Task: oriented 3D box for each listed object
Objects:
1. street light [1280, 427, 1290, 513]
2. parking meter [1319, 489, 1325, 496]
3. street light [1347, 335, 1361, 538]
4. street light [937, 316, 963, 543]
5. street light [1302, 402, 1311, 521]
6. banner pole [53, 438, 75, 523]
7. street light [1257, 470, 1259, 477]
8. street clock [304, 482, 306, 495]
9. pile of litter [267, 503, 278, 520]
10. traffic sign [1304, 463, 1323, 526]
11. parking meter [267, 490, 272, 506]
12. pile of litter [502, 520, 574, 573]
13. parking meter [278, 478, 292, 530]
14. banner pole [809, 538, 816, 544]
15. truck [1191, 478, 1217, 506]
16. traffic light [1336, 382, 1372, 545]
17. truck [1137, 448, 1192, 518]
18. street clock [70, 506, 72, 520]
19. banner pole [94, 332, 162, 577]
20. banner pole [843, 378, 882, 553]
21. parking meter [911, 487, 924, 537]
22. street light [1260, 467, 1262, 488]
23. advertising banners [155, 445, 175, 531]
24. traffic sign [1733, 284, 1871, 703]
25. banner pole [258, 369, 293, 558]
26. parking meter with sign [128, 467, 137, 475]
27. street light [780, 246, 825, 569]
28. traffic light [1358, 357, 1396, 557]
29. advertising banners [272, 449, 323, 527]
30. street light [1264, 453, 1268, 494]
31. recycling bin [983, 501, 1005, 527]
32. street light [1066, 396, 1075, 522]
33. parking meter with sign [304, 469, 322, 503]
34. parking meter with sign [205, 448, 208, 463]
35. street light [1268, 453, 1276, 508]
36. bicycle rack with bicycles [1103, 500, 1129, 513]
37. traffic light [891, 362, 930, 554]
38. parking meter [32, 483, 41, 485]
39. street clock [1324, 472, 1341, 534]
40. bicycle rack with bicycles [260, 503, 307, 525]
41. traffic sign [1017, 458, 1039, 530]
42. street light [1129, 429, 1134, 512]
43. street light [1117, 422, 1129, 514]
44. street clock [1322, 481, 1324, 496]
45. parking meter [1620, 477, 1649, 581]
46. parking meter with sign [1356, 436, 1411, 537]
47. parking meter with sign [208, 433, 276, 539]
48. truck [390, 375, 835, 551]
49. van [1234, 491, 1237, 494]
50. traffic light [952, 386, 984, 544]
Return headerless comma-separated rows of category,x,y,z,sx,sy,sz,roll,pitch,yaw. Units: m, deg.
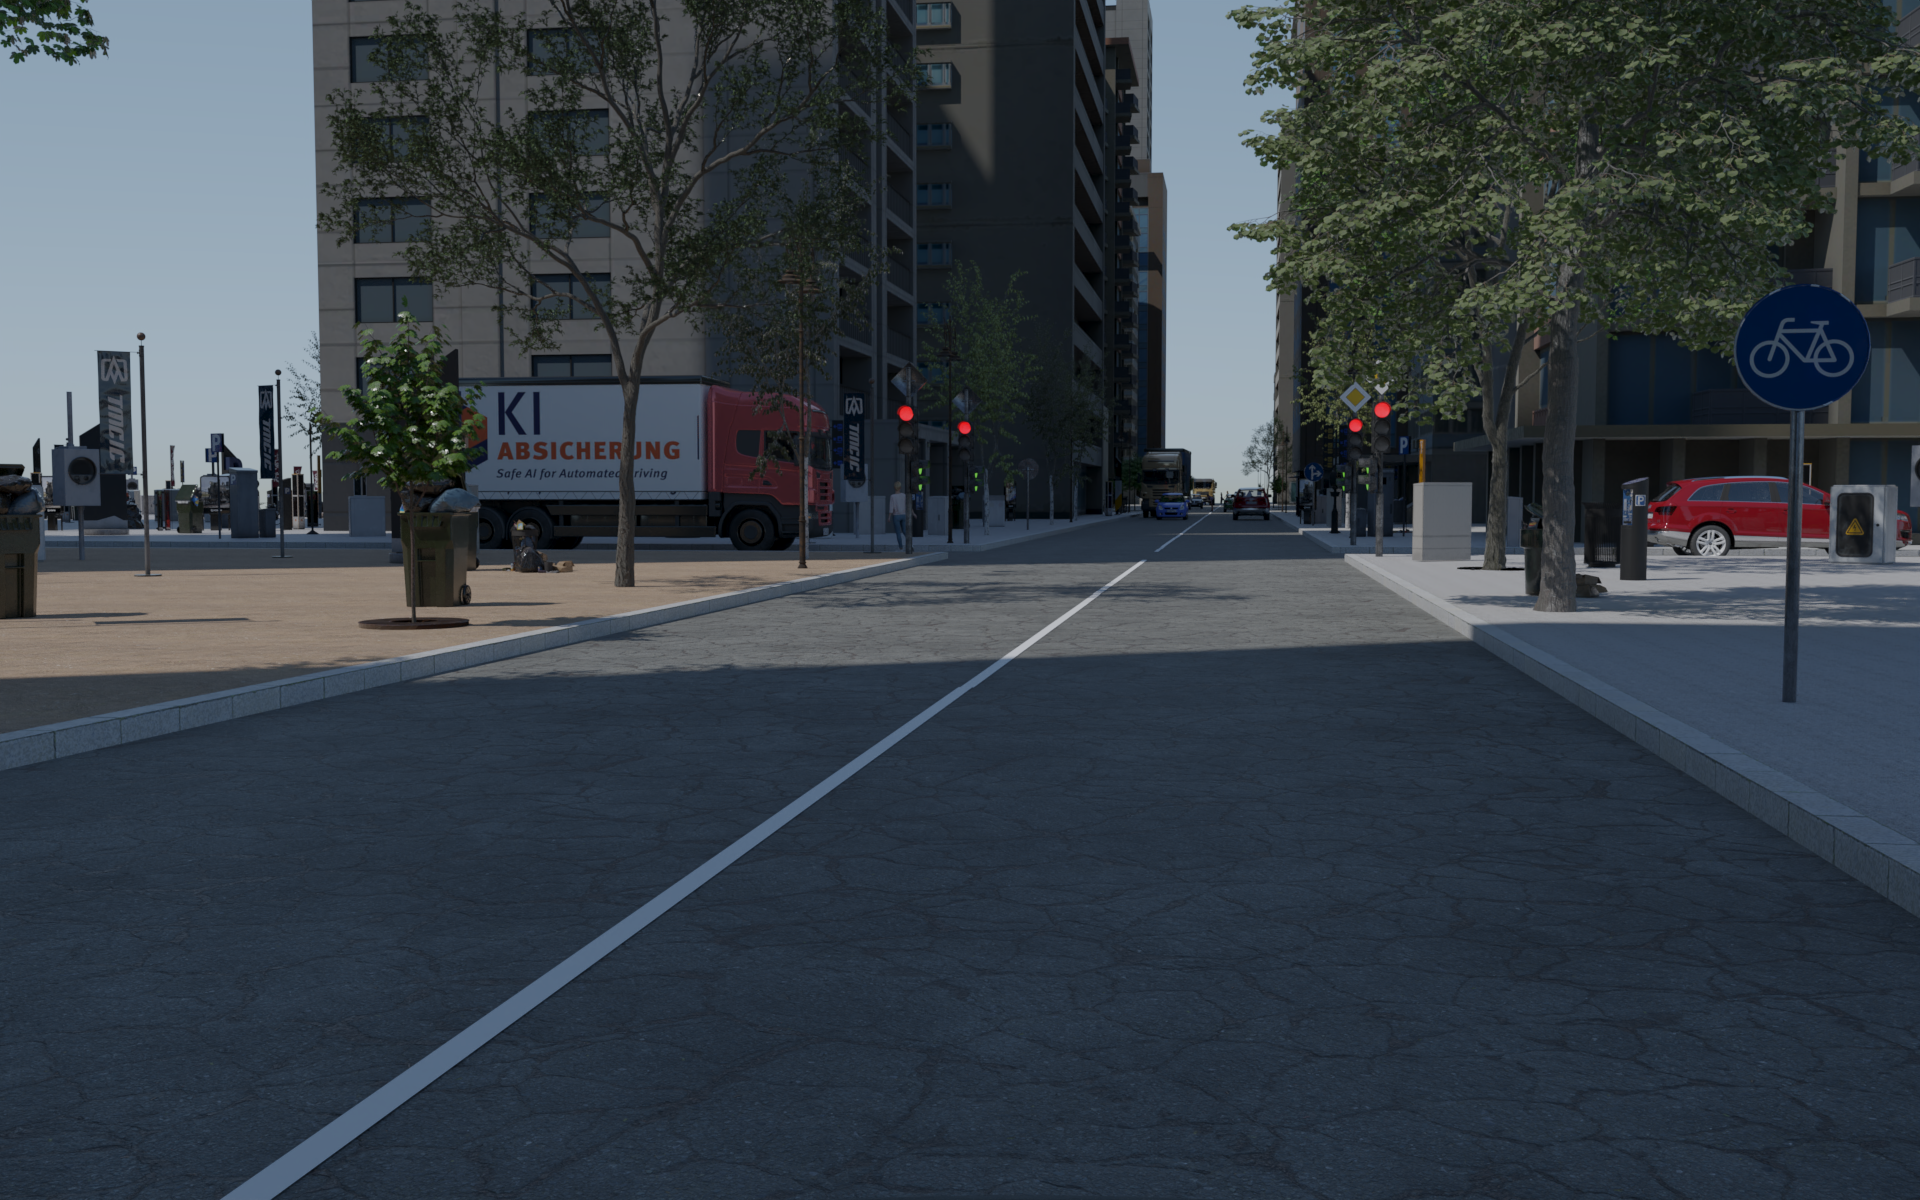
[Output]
street light,23.358,-9.327,125.290,0.468,5.910,1.993,1,4,9
parking meter,17.489,-4.598,83.588,0.372,1.533,0.369,0,3,0
street light,11.430,-4.743,50.333,0.468,5.910,1.993,1,4,9
street light,-0.256,-4.422,45.090,0.468,5.910,1.993,1,4,9
street light,16.643,-6.763,83.365,0.468,5.910,1.993,1,4,9
banner pole,-39.854,-5.320,76.991,0.401,3.779,0.863,2,4,30
street light,41.967,-16.450,241.736,0.468,5.910,1.993,1,4,9
street clock,-39.522,-6.084,104.050,0.358,2.002,0.471,1,4,18
pile of litter,-33.863,-4.318,84.572,1.176,0.858,1.719,0,4,-5
traffic sign,14.323,-4.286,70.175,0.768,2.556,0.104,1,4,9
parking meter,-39.910,-5.615,100.214,0.372,1.533,0.369,0,3,0
pile of litter,-7.007,-0.907,28.797,1.176,0.858,1.719,-1,4,-16
parking meter,-24.028,-3.423,61.674,0.255,1.863,0.399,3,4,38
banner pole,-4.012,-3.376,45.220,0.401,3.779,0.863,-1,4,-15
truck,30.511,-13.497,216.600,3.469,3.379,9.791,1,4,10
traffic light,9.828,-3.323,43.252,0.839,4.253,0.868,1,4,9
truck,12.888,-7.292,108.129,2.839,4.237,11.283,1,4,11
street clock,-44.753,-5.056,87.238,0.471,2.002,0.358,-2,4,-35
banner pole,-12.859,-2.248,26.775,0.863,3.779,0.401,-2,4,-35
banner pole,-2.130,-2.905,37.511,0.863,3.779,0.401,1,4,8
parking meter,-1.278,-2.642,51.603,0.372,1.533,0.369,0,3,0
street light,36.649,-14.396,208.155,0.468,5.910,1.993,1,4,9
advertising banners,-28.045,-3.976,61.198,0.090,3.025,2.074,0,4,-6
traffic sign,5.116,-0.642,10.606,0.768,2.556,0.104,1,4,13
banner pole,-13.867,-2.748,34.950,0.863,3.779,0.401,2,4,31
parking meter with sign,-52.688,-6.968,110.192,0.543,3.016,1.738,-2,4,-29
street light,-2.715,-3.481,29.703,0.468,5.910,1.993,1,4,9
traffic light,8.568,-2.841,35.367,0.839,4.253,0.868,1,4,9
advertising banners,-25.880,-4.353,67.359,0.090,3.025,2.074,3,5,41
street light,34.036,-13.407,191.991,0.468,5.910,1.993,1,4,9
recycling bin,1.323,-3.383,67.860,0.722,1.027,0.722,-1,4,-13
street light,5.032,-6.451,78.267,0.468,5.910,1.993,1,4,9
parking meter with sign,-46.003,-7.713,122.363,1.738,3.016,0.543,-1,4,-23
parking meter with sign,-27.682,-4.228,65.391,1.738,3.016,0.543,2,4,31
street light,28.681,-11.347,158.304,0.468,5.910,1.993,1,4,9
bicycle rack with bicycles,10.097,-6.182,114.455,2.852,0.926,2.925,0,4,7
traffic light,-1.074,-2.934,36.886,0.839,4.253,0.868,1,4,9
parking meter,-20.732,-1.853,38.701,0.372,1.533,0.369,0,3,0
street clock,12.153,-3.154,56.144,0.358,2.002,0.471,2,4,31
bicycle rack with bicycles,-28.784,-3.610,72.402,2.852,0.926,2.925,1,4,19
traffic sign,2.420,-3.774,61.805,0.768,2.556,0.104,1,4,11
street light,11.828,-9.046,120.691,0.468,5.910,1.993,1,4,9
street light,10.357,-8.471,111.281,0.468,5.910,1.993,1,4,9
street clock,16.870,-4.601,79.801,0.358,2.002,0.471,0,4,7
parking meter,10.034,-1.062,25.774,0.372,1.533,0.369,0,3,0
parking meter with sign,12.623,-3.412,52.043,1.738,3.016,0.543,-1,4,-17
parking meter with sign,-20.789,-3.307,50.335,0.543,3.016,1.738,2,4,34
truck,-8.122,-3.266,42.316,11.283,4.237,2.839,1,4,9
van,41.414,-15.309,257.314,2.013,2.044,4.112,1,4,9
traffic light,0.186,-3.416,44.772,0.839,4.253,0.868,1,4,9
